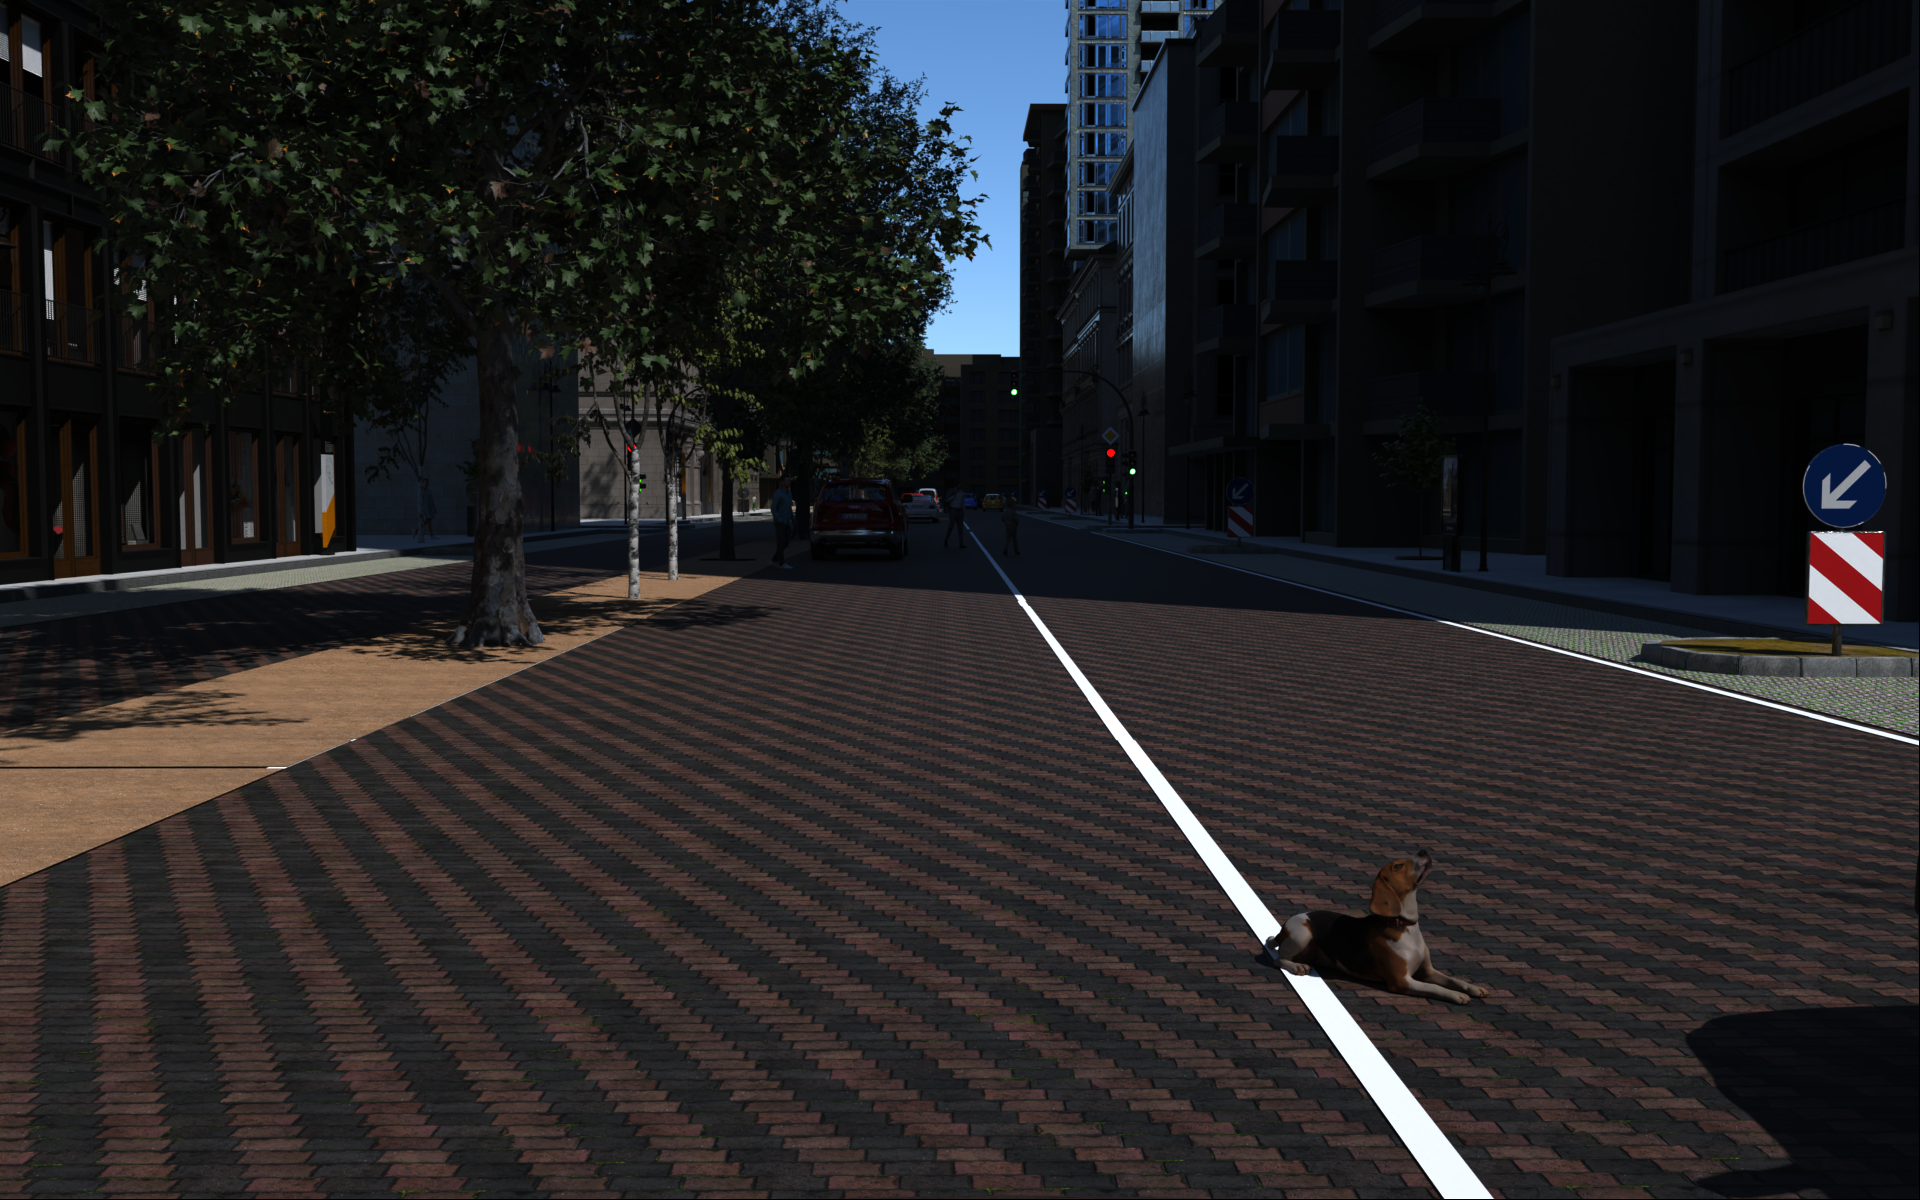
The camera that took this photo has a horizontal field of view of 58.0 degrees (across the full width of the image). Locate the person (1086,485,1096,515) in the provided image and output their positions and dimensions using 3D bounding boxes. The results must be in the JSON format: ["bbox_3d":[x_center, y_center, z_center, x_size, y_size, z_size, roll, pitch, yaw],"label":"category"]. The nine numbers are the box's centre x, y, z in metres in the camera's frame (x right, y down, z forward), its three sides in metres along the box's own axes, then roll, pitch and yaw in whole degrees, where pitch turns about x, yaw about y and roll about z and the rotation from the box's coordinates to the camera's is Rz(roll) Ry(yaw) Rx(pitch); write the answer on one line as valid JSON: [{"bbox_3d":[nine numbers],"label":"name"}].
[{"bbox_3d":[7.976,-6.029,104.803,0.709,1.800,0.728,-1,4,-13],"label":"person"}]

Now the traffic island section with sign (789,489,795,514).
[{"bbox_3d":[-12.290,-7.012,123.281,1.989,1.847,2.006,0,4,-1],"label":"traffic island section with sign"}]

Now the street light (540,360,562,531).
[{"bbox_3d":[-13.969,-5.290,59.274,0.468,5.910,1.993,0,4,-1],"label":"street light"}]

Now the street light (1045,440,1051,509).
[{"bbox_3d":[7.464,-10.628,146.552,0.468,5.910,1.993,0,4,-1],"label":"street light"}]

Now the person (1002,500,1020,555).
[{"bbox_3d":[1.188,-1.711,40.746,0.475,1.303,0.640,2,4,28],"label":"person"}]

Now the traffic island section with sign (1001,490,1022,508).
[{"bbox_3d":[5.224,-10.118,174.063,1.989,1.847,2.006,0,4,-1],"label":"traffic island section with sign"}]

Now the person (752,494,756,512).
[{"bbox_3d":[-15.052,-7.117,126.660,0.306,1.304,0.590,0,4,5],"label":"person"}]

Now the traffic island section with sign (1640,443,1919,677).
[{"bbox_3d":[6.834,-0.352,14.386,1.989,1.847,2.006,0,4,-1],"label":"traffic island section with sign"}]

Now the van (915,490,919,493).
[{"bbox_3d":[-4.216,-11.174,189.703,2.013,2.044,4.112,0,4,-1],"label":"van"}]

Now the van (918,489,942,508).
[{"bbox_3d":[-2.433,-7.660,132.249,2.013,2.044,4.112,0,4,1],"label":"van"}]

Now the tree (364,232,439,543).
[{"bbox_3d":[-14.385,-5.810,45.351,4.360,8.622,3.978,0,3,0],"label":"tree"}]

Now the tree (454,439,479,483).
[{"bbox_3d":[-14.247,-3.541,52.496,1.663,3.219,1.824,0,3,0],"label":"tree"}]

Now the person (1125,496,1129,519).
[{"bbox_3d":[8.686,-4.985,87.962,0.534,1.772,0.576,-2,4,-33],"label":"person"}]

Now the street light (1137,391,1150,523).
[{"bbox_3d":[8.193,-6.398,77.388,0.468,5.910,1.993,0,4,-1],"label":"street light"}]

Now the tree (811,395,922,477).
[{"bbox_3d":[-5.834,-9.946,99.482,8.767,10.594,7.601,0,4,-1],"label":"tree"}]

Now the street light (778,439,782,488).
[{"bbox_3d":[-14.755,-10.334,141.741,0.468,5.910,1.993,0,4,-1],"label":"street light"}]

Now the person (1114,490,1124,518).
[{"bbox_3d":[8.411,-5.200,91.239,0.661,1.801,0.590,-3,5,-39],"label":"person"}]

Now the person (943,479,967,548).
[{"bbox_3d":[-0.149,-2.298,46.166,0.679,1.850,0.850,-3,4,-38],"label":"person"}]

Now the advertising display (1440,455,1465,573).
[{"bbox_3d":[8.166,-1.438,28.723,0.123,1.923,0.974,0,4,0],"label":"advertising display"}]

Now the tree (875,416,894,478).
[{"bbox_3d":[-5.456,-8.272,88.066,4.737,8.622,4.395,0,3,0],"label":"tree"}]

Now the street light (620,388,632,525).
[{"bbox_3d":[-14.089,-6.120,72.848,0.468,5.910,1.993,0,4,-1],"label":"street light"}]

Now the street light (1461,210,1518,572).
[{"bbox_3d":[8.689,-3.412,28.582,0.468,5.910,1.993,0,4,-1],"label":"street light"}]

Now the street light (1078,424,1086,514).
[{"bbox_3d":[7.870,-8.504,111.834,0.468,5.910,1.993,0,4,-1],"label":"street light"}]

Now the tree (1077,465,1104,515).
[{"bbox_3d":[7.828,-6.842,106.476,1.663,3.219,1.824,0,3,0],"label":"tree"}]

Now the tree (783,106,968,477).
[{"bbox_3d":[-6.463,-13.492,78.946,12.611,20.169,13.585,0,3,0],"label":"tree"}]

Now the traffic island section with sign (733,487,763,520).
[{"bbox_3d":[-12.023,-5.364,96.327,1.989,1.847,2.006,0,4,-1],"label":"traffic island section with sign"}]

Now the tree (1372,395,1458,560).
[{"bbox_3d":[8.922,-2.409,33.984,1.663,3.219,1.824,0,3,0],"label":"tree"}]

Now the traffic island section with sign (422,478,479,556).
[{"bbox_3d":[-11.459,-1.978,40.976,1.989,1.847,2.006,0,4,-1],"label":"traffic island section with sign"}]

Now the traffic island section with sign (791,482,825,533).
[{"bbox_3d":[-5.169,-3.419,64.040,2.006,1.907,1.989,0,4,-1],"label":"traffic island section with sign"}]

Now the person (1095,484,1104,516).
[{"bbox_3d":[8.186,-5.894,101.771,0.474,1.900,0.648,-1,4,-11],"label":"person"}]

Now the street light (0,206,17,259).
[{"bbox_3d":[-13.712,-3.139,24.113,0.468,5.910,1.993,0,4,-1],"label":"street light"}]

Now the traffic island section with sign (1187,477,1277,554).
[{"bbox_3d":[6.561,-2.044,42.051,1.989,1.847,2.006,0,4,-1],"label":"traffic island section with sign"}]

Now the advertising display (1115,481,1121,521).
[{"bbox_3d":[7.603,-4.789,83.518,0.123,1.923,0.974,0,4,-3],"label":"advertising display"}]

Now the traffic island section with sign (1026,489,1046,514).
[{"bbox_3d":[5.727,-7.063,124.111,1.989,1.847,2.006,0,4,-1],"label":"traffic island section with sign"}]

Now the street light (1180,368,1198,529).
[{"bbox_3d":[8.371,-5.546,63.459,0.468,5.910,1.993,0,4,-1],"label":"street light"}]

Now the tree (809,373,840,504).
[{"bbox_3d":[-5.104,-6.622,61.085,4.360,8.622,3.978,0,3,0],"label":"tree"}]

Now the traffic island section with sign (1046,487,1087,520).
[{"bbox_3d":[5.997,-5.374,96.498,1.989,1.847,2.006,0,4,-1],"label":"traffic island section with sign"}]

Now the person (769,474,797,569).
[{"bbox_3d":[-3.442,-1.515,33.291,0.620,1.820,0.660,1,4,21],"label":"person"}]

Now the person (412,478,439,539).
[{"bbox_3d":[-15.146,-2.582,49.017,0.760,1.731,0.466,-1,4,-9],"label":"person"}]

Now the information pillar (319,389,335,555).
[{"bbox_3d":[-13.277,-2.751,36.339,0.183,3.616,0.504,0,4,1],"label":"information pillar"}]

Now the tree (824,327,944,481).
[{"bbox_3d":[-5.491,-12.176,108.195,9.857,13.997,8.962,0,3,0],"label":"tree"}]
